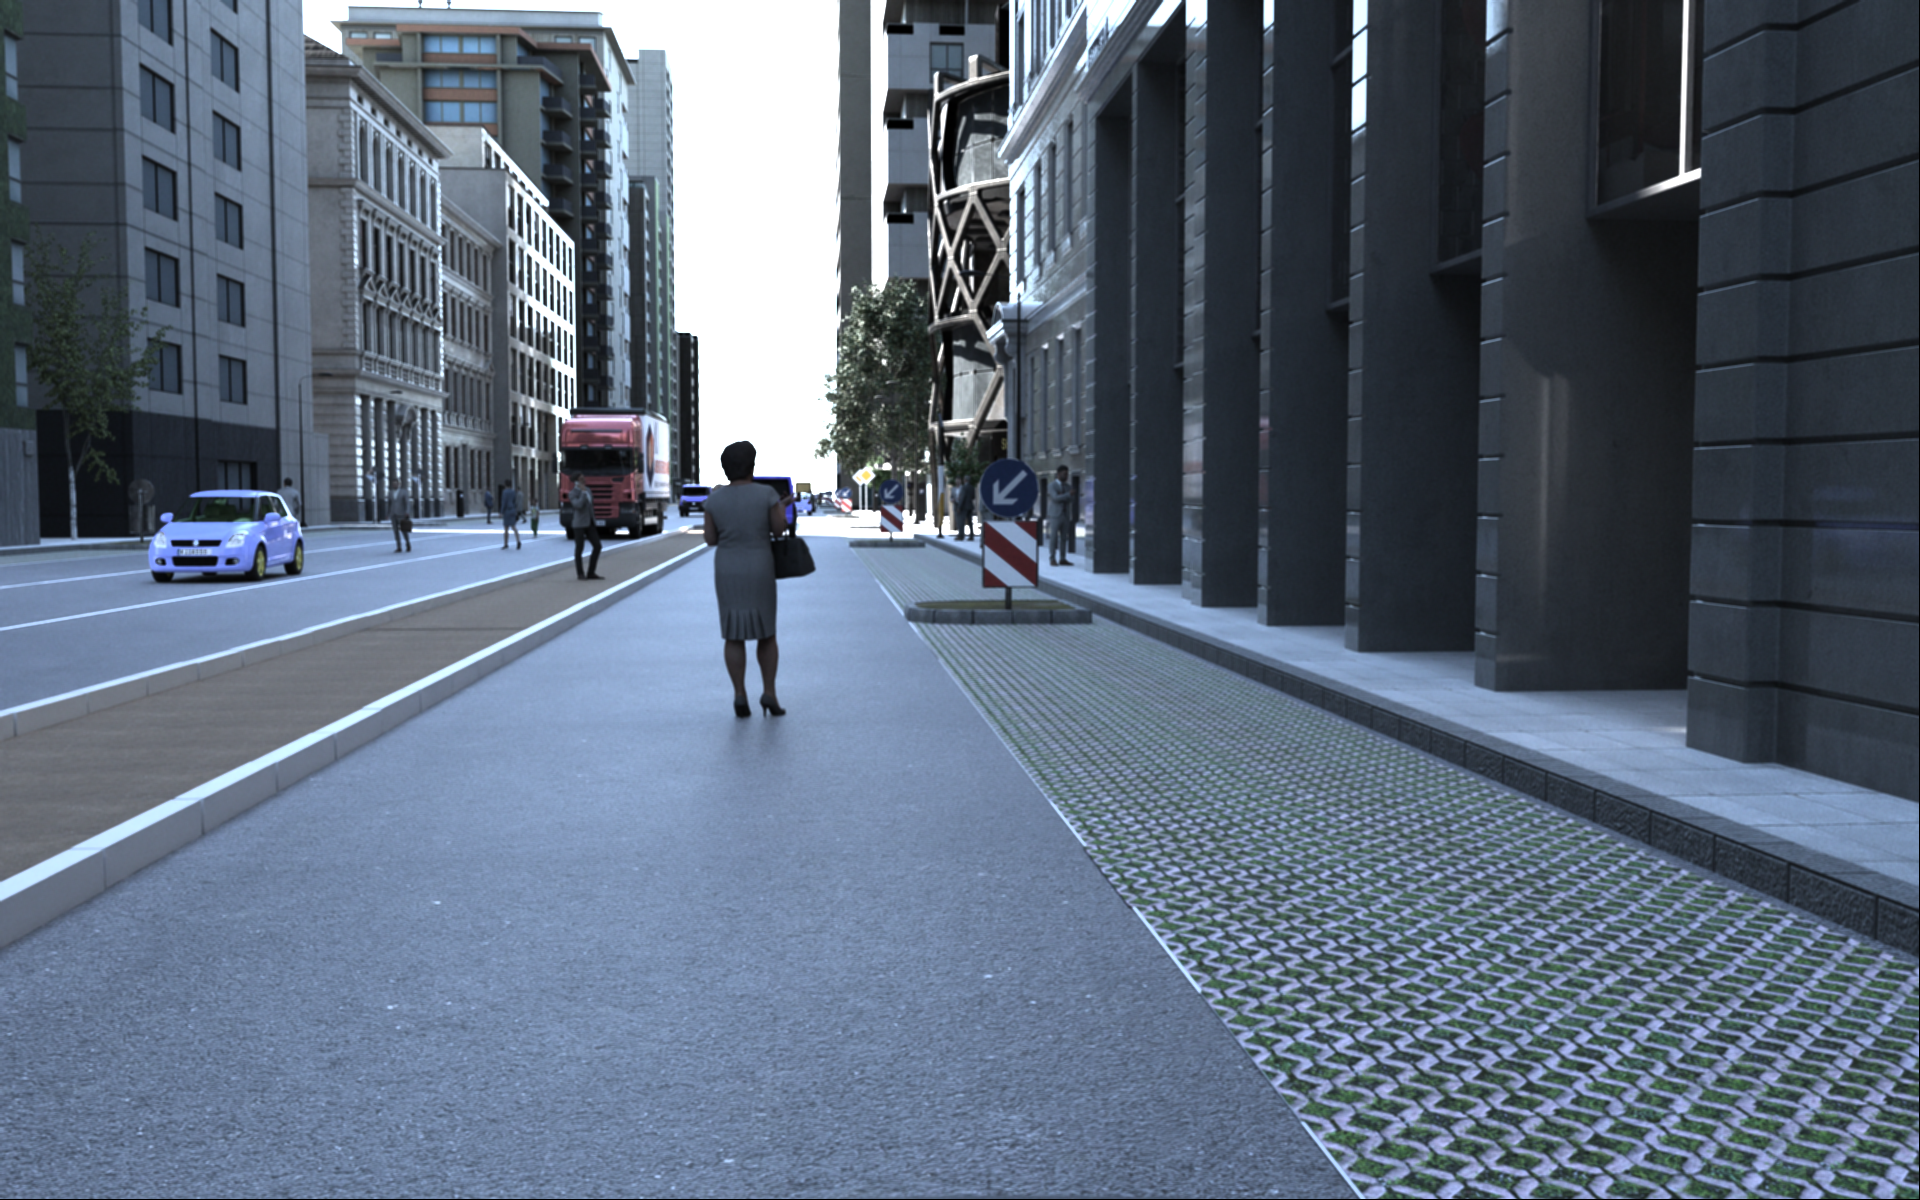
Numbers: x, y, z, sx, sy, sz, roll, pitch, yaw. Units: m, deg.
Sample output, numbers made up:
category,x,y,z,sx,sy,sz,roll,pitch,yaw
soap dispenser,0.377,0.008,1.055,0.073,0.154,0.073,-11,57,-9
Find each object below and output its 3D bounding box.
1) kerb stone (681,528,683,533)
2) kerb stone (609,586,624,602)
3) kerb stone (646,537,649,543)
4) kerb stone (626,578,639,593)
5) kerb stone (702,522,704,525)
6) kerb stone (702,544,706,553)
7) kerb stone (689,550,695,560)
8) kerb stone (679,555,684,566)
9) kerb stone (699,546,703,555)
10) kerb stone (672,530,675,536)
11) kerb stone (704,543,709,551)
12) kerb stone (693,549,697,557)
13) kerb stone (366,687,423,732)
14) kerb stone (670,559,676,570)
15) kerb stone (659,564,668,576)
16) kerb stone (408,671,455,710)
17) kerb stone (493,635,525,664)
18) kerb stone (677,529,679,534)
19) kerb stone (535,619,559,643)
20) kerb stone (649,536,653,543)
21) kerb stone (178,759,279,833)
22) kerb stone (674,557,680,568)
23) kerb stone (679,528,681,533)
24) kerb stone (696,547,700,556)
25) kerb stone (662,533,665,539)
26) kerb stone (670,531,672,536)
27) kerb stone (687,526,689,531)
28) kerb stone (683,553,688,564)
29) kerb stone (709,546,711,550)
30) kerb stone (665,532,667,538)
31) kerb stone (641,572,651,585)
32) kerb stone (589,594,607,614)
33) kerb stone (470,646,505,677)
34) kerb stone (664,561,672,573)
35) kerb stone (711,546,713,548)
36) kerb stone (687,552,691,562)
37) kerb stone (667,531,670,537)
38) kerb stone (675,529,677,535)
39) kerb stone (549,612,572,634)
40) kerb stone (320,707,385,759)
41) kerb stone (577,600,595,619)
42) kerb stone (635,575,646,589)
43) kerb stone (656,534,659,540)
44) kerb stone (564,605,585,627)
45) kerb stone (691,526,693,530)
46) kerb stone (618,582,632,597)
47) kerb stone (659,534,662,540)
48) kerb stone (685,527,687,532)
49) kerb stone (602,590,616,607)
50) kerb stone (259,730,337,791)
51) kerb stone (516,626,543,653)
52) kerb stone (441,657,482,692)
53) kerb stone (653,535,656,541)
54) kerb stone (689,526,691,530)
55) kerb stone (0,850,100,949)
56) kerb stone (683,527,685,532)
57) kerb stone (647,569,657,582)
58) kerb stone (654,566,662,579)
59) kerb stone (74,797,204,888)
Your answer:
category,x,y,z,sx,sy,sz,roll,pitch,yaw
kerb stone,-10.214,-2.481,62.761,0.120,0.150,1.000,0,4,-5
kerb stone,-4.639,-0.056,23.121,0.120,0.150,1.000,0,4,-5
kerb stone,-9.055,-1.668,49.468,0.120,0.150,1.000,0,4,-5
kerb stone,-4.814,-0.181,25.160,0.120,0.150,1.000,0,4,-5
kerb stone,-11.789,-3.576,80.656,0.120,0.150,1.000,0,4,-5
kerb stone,-6.246,-1.182,41.524,0.120,0.150,1.000,0,4,-5
kerb stone,-5.887,-0.927,37.442,0.120,0.150,1.000,0,4,-5
kerb stone,-5.618,-0.745,34.384,0.120,0.150,1.000,0,4,-5
kerb stone,-6.155,-1.114,40.506,0.120,0.150,1.000,0,4,-5
kerb stone,-9.853,-2.230,58.659,0.120,0.150,1.000,0,4,-5
kerb stone,-6.330,-1.244,42.546,0.120,0.150,1.000,0,4,-5
kerb stone,-5.980,-0.995,38.460,0.120,0.150,1.000,0,4,-5
kerb stone,-3.563,0.693,10.870,0.120,0.150,1.000,0,4,-5
kerb stone,-5.441,-0.615,32.322,0.120,0.150,1.000,0,4,-5
kerb stone,-5.254,-0.495,30.281,0.120,0.150,1.000,0,4,-5
kerb stone,-3.651,0.630,11.890,0.120,0.150,1.000,0,4,-5
kerb stone,-3.920,0.443,14.954,0.120,0.150,1.000,0,4,-5
kerb stone,-10.033,-2.356,60.710,0.120,0.150,1.000,0,4,-5
kerb stone,-4.098,0.318,16.991,0.120,0.150,1.000,0,4,-5
kerb stone,-9.134,-1.731,50.493,0.120,0.150,1.000,0,4,-5
kerb stone,-3.294,0.880,7.800,0.120,0.150,1.000,0,4,-5
kerb stone,-5.532,-0.682,33.351,0.120,0.150,1.000,0,4,-5
kerb stone,-10.125,-2.418,61.733,0.120,0.150,1.000,0,4,-5
kerb stone,-6.072,-1.057,39.487,0.120,0.150,1.000,0,4,-5
kerb stone,-9.493,-1.981,54.578,0.120,0.150,1.000,0,4,-5
kerb stone,-9.771,-2.168,57.640,0.120,0.150,1.000,0,4,-5
kerb stone,-10.484,-2.669,65.835,0.120,0.150,1.000,0,4,-5
kerb stone,-5.706,-0.808,35.403,0.120,0.150,1.000,0,4,-5
kerb stone,-6.422,-1.305,43.564,0.120,0.150,1.000,0,4,-5
kerb stone,-9.593,-2.043,55.602,0.120,0.150,1.000,0,4,-5
kerb stone,-4.993,-0.306,27.202,0.120,0.150,1.000,0,4,-5
kerb stone,-4.453,0.068,21.085,0.120,0.150,1.000,0,4,-5
kerb stone,-3.833,0.506,13.933,0.120,0.150,1.000,0,4,-5
kerb stone,-5.353,-0.557,31.298,0.120,0.150,1.000,0,4,-5
kerb stone,-6.516,-1.367,44.582,0.120,0.150,1.000,0,4,-5
kerb stone,-5.795,-0.870,36.421,0.120,0.150,1.000,0,4,-5
kerb stone,-9.670,-2.105,56.623,0.120,0.150,1.000,0,4,-5
kerb stone,-9.948,-2.292,59.687,0.120,0.150,1.000,0,4,-5
kerb stone,-4.189,0.255,18.018,0.120,0.150,1.000,0,4,-5
kerb stone,-3.470,0.760,9.849,0.120,0.150,1.000,0,4,-5
kerb stone,-4.377,0.131,20.060,0.120,0.150,1.000,0,4,-5
kerb stone,-4.899,-0.242,26.179,0.120,0.150,1.000,0,4,-5
kerb stone,-9.314,-1.854,52.533,0.120,0.150,1.000,0,4,-5
kerb stone,-4.277,0.193,19.038,0.120,0.150,1.000,0,4,-5
kerb stone,-10.659,-2.794,67.872,0.120,0.150,1.000,0,4,-5
kerb stone,-4.723,-0.119,24.142,0.120,0.150,1.000,0,4,-5
kerb stone,-9.411,-1.918,53.550,0.120,0.150,1.000,0,4,-5
kerb stone,-10.391,-2.606,64.811,0.120,0.150,1.000,0,4,-5
kerb stone,-4.546,0.007,22.103,0.120,0.150,1.000,0,4,-5
kerb stone,-3.385,0.822,8.826,0.120,0.150,1.000,0,4,-5
kerb stone,-4.010,0.381,15.973,0.120,0.150,1.000,0,4,-5
kerb stone,-3.742,0.568,12.910,0.120,0.150,1.000,0,4,-5
kerb stone,-9.224,-1.793,51.514,0.120,0.150,1.000,0,4,-5
kerb stone,-10.567,-2.731,66.854,0.120,0.150,1.000,0,4,-5
kerb stone,-3.110,1.005,5.757,0.120,0.150,1.000,0,4,-5
kerb stone,-10.300,-2.544,63.791,0.120,0.150,1.000,0,4,-5
kerb stone,-5.088,-0.368,28.219,0.120,0.150,1.000,0,4,-5
kerb stone,-5.171,-0.432,29.251,0.120,0.150,1.000,0,4,-5
kerb stone,-3.204,0.943,6.775,0.120,0.150,1.000,0,4,-5
